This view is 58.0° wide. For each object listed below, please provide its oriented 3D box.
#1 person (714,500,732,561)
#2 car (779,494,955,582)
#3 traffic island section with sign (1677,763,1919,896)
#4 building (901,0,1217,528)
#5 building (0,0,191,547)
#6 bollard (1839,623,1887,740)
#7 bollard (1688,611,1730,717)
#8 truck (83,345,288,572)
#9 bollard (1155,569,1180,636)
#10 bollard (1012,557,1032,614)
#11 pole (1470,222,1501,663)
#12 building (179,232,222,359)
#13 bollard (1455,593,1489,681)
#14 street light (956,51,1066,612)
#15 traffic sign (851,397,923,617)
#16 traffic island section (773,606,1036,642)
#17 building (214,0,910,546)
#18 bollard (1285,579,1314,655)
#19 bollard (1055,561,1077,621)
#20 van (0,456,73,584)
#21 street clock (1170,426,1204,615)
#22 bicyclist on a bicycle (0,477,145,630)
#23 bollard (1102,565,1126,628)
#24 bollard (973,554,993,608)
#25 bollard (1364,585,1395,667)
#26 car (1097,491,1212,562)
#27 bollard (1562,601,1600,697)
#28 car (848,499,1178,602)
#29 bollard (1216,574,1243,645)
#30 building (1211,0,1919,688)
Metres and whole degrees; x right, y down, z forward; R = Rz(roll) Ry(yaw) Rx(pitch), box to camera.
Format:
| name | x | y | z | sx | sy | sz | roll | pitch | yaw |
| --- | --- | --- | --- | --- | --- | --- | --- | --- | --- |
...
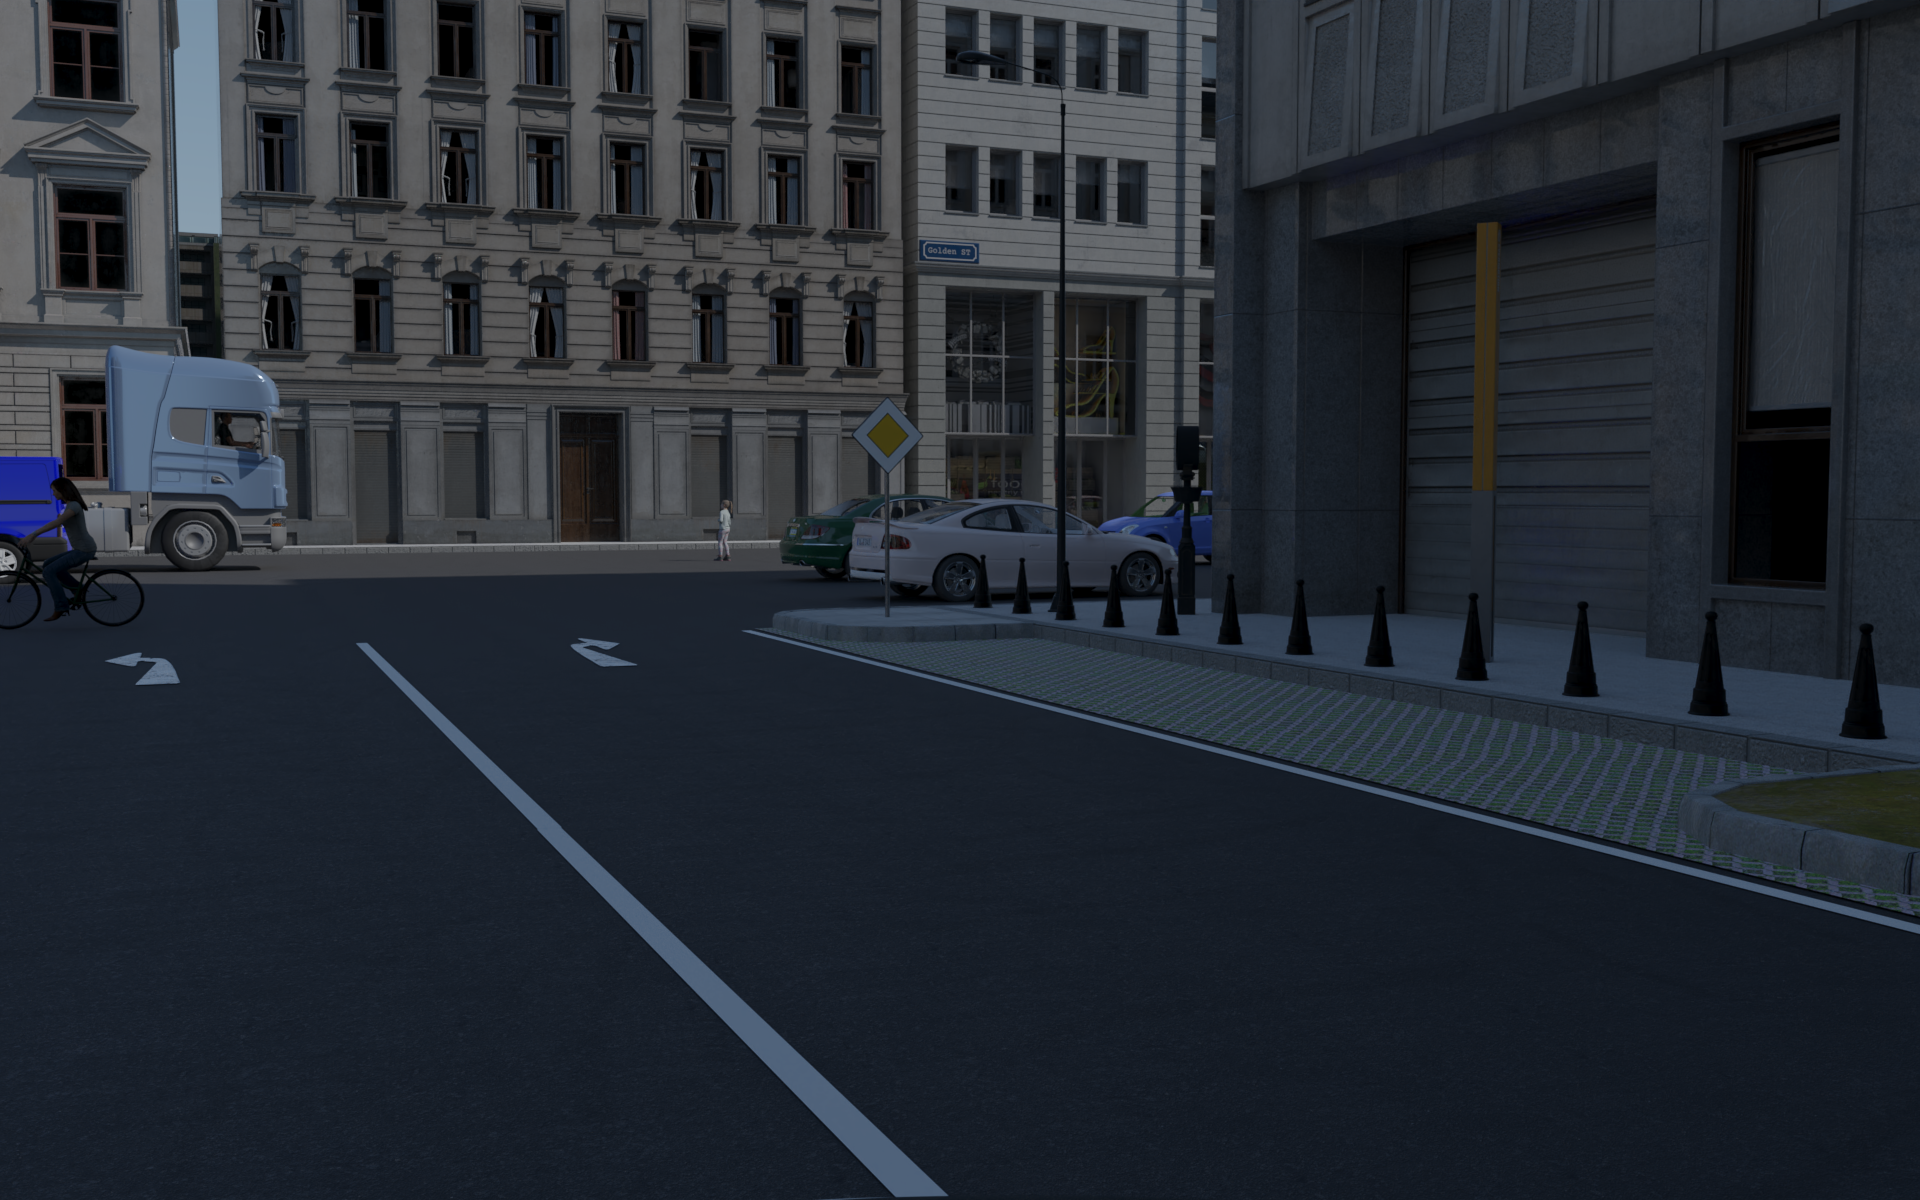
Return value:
| name | x | y | z | sx | sy | sz | roll | pitch | yaw |
| --- | --- | --- | --- | --- | --- | --- | --- | --- | --- |
| person | -5.090 | -1.490 | 37.139 | 0.394 | 1.301 | 0.425 | 0 | 4 | 6 |
| car | -0.614 | -1.079 | 29.439 | 4.920 | 1.459 | 2.131 | -2 | 4 | -23 |
| traffic island section with sign | 4.090 | 0.105 | 6.904 | 1.989 | 1.847 | 2.006 | -2 | 4 | -23 |
| building | 10.177 | -17.283 | 60.071 | 29.804 | 29.767 | 11.434 | -2 | 4 | -23 |
| building | -30.169 | -12.629 | 42.637 | 21.152 | 22.565 | 11.583 | -2 | 4 | -23 |
| bollard | 4.772 | 0.423 | 9.134 | 0.229 | 0.601 | 0.229 | 0 | 3 | 0 |
| bollard | 4.364 | 0.365 | 10.076 | 0.229 | 0.601 | 0.229 | 0 | 3 | 0 |
| truck | -20.962 | -2.451 | 29.839 | 18.799 | 4.110 | 2.967 | -2 | 4 | -24 |
| bollard | 1.893 | 0.017 | 15.766 | 0.229 | 0.601 | 0.229 | 0 | 3 | 0 |
| bollard | 0.668 | -0.157 | 18.602 | 0.229 | 0.601 | 0.229 | 0 | 3 | 0 |
| pole | 3.989 | -1.181 | 13.152 | 0.158 | 3.312 | 0.155 | 0 | 3 | 0 |
| building | -85.610 | -25.831 | 194.046 | 14.107 | 30.474 | 14.160 | -2 | 4 | -23 |
| bollard | 3.543 | 0.249 | 11.969 | 0.229 | 0.601 | 0.229 | 0 | 3 | 0 |
| street light | 0.607 | -2.814 | 18.542 | 1.470 | 5.913 | 1.316 | -2 | 4 | -23 |
| traffic sign | -0.759 | -0.878 | 17.997 | 0.795 | 2.450 | 0.064 | -2 | 4 | -23 |
| traffic island section | -0.741 | 0.257 | 18.082 | 2.009 | 0.180 | 2.903 | -2 | 4 | -23 |
| building | -11.562 | -12.249 | 49.424 | 18.267 | 20.994 | 9.793 | -2 | 4 | -23 |
| bollard | 2.721 | 0.133 | 13.866 | 0.229 | 0.601 | 0.229 | 0 | 3 | 0 |
| bollard | 1.079 | -0.098 | 17.652 | 0.229 | 0.601 | 0.229 | 0 | 3 | 0 |
| van | -17.056 | -1.415 | 27.522 | 5.245 | 2.365 | 2.240 | -2 | 4 | -24 |
| street clock | 2.412 | -0.846 | 18.409 | 0.358 | 2.002 | 0.471 | 0 | 4 | 4 |
| bicyclist on a bicycle | -9.594 | -0.516 | 18.459 | 1.625 | 1.676 | 1.499 | -2 | 4 | -24 |
| bollard | 1.485 | -0.041 | 16.708 | 0.229 | 0.601 | 0.229 | 0 | 3 | 0 |
| bollard | 0.260 | -0.215 | 19.549 | 0.229 | 0.601 | 0.229 | 0 | 3 | 0 |
| bollard | 3.131 | 0.191 | 12.915 | 0.229 | 0.601 | 0.229 | 0 | 3 | 0 |
| car | 4.496 | -1.576 | 35.361 | 3.694 | 1.707 | 1.945 | -2 | 4 | -23 |
| bollard | 3.956 | 0.307 | 11.019 | 0.229 | 0.601 | 0.229 | 0 | 3 | 0 |
| car | 0.819 | -0.730 | 24.291 | 4.827 | 1.381 | 2.083 | -2 | 4 | -25 |
| bollard | 2.311 | 0.076 | 14.807 | 0.229 | 0.601 | 0.229 | 0 | 3 | 0 |
| building | 12.181 | -11.821 | 11.302 | 12.078 | 24.808 | 19.932 | -2 | 4 | -23 |
